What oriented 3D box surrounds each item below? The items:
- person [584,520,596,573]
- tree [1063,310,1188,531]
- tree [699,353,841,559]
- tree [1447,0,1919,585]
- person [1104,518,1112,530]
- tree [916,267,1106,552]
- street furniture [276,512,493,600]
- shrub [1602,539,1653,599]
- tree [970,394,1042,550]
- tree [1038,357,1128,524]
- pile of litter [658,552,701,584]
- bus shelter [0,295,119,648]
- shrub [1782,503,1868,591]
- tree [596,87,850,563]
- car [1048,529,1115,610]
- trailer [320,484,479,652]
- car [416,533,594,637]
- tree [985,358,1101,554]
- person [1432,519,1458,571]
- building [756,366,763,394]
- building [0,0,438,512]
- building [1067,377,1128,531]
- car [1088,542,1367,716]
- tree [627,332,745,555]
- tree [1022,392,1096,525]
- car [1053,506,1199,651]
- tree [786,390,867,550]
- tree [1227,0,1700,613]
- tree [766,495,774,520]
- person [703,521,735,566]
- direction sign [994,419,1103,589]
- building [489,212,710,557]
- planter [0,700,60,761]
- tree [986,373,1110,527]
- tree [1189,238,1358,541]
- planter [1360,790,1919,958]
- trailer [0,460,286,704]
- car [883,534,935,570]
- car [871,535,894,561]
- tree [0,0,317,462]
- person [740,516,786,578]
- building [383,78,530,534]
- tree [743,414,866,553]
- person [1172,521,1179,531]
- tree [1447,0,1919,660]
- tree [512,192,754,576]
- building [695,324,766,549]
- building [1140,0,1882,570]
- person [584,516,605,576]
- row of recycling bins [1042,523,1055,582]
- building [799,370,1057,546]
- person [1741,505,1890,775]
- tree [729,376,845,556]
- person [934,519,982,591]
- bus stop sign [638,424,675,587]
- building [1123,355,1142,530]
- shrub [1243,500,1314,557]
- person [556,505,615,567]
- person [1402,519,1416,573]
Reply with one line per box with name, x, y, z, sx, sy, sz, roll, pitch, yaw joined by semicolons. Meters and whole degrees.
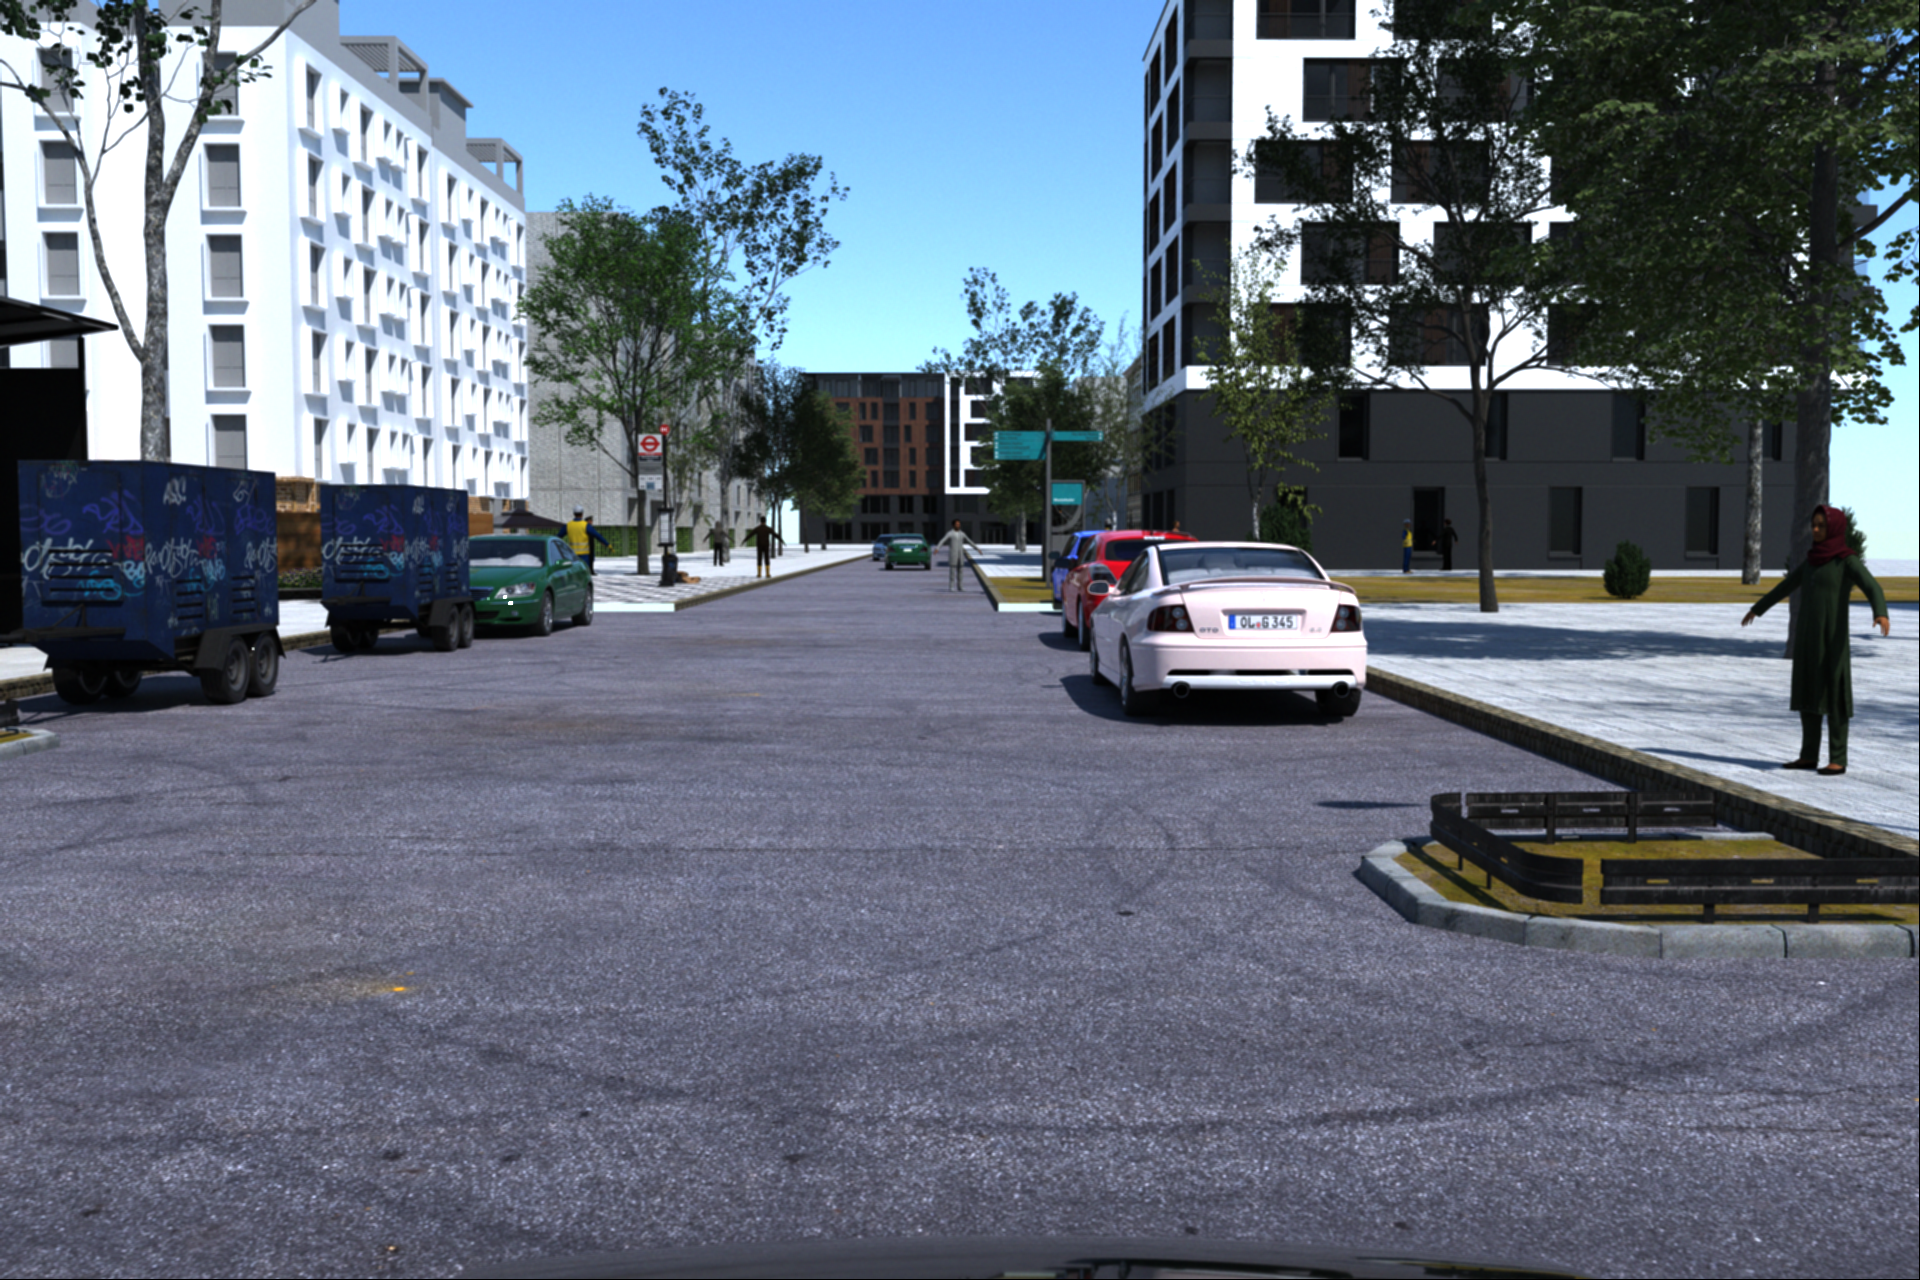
person;-12.171;-3.092;56.688;1.347;1.817;0.704;1;4;14
tree;4.973;-6.563;57.674;4.360;8.622;3.978;0;3;0
tree;-9.909;-9.524;90.129;8.767;10.594;7.601;1;4;13
tree;18.973;-11.530;44.413;12.611;20.169;13.585;0;3;0
person;5.426;-3.539;63.626;1.354;1.858;0.705;-3;5;-43
tree;3.146;-16.430;124.521;12.611;20.169;13.585;0;3;0
street furniture;-14.155;-1.807;36.399;9.812;1.723;11.010;-3;4;-38
shrub;13.155;-1.410;34.178;1.383;1.207;1.383;0;3;0
tree;4.682;-13.445;137.947;7.486;12.596;7.792;0;3;0
tree;4.905;-7.487;72.774;4.737;8.622;4.395;0;3;0
pile of litter;-7.368;-1.924;45.430;1.176;0.858;1.719;0;4;1
bus shelter;-10.301;-1.543;16.507;1.731;3.624;6.357;0;4;0
shrub;17.715;-1.899;35.465;1.690;2.028;1.600;0;3;0
tree;-11.873;-13.490;76.451;12.611;20.169;13.585;0;3;0
car;2.608;-1.352;31.692;1.945;1.707;3.694;0;4;-1
trailer;-6.880;-0.834;20.689;1.471;1.999;3.904;0;4;0
car;-6.689;-0.852;25.725;2.131;1.459;4.920;0;4;-1
tree;5.468;-11.822;111.424;7.486;12.596;7.792;0;3;0
person;16.997;-3.322;60.498;1.347;1.806;0.705;-3;4;-37
building;-26.948;-20.002;183.452;16.016;20.090;11.380;0;4;-1
building;-25.877;-12.239;56.523;16.016;20.090;11.380;0;4;-1
building;21.379;-20.590;203.100;16.747;18.905;31.486;0;3;0
car;2.195;-0.163;15.033;2.083;1.381;4.827;0;4;-1
tree;-10.702;-6.941;63.851;4.360;8.622;3.978;0;3;0
tree;4.930;-8.543;90.047;4.360;8.622;3.978;0;3;0
car;2.338;-0.840;22.781;2.155;1.783;4.494;0;4;-1
tree;-11.110;-13.384;136.959;7.486;12.596;7.792;0;3;0
tree;8.413;-5.744;28.323;7.601;10.594;8.767;2;4;32
tree;-25.743;-16.876;226.276;4.737;8.622;4.395;0;3;0
person;-9.729;-3.890;69.728;1.348;1.813;0.705;1;4;14
direction sign;2.069;-3.108;39.581;2.525;3.948;1.411;0;4;-2
building;-26.922;-14.963;111.104;16.747;18.905;31.486;0;4;0
planter;-7.038;0.611;11.144;1.991;0.319;1.994;0;4;0
tree;5.160;-10.086;99.315;7.601;10.594;8.767;-1;4;-15
tree;7.479;-5.661;42.926;4.737;8.622;4.395;0;3;0
planter;2.662;0.875;6.838;1.991;0.319;1.994;0;4;-1
trailer;-6.795;-0.434;14.151;1.471;1.999;3.904;0;4;0
car;-2.078;-3.562;70.033;2.131;1.459;4.920;0;4;-1
car;-3.746;-4.955;93.010;2.014;1.417;4.499;0;4;0
tree;-12.329;-10.536;28.148;12.611;20.169;13.585;0;3;0
person;-5.815;-2.756;51.206;1.346;1.812;0.704;0;4;-5
building;-26.346;-13.264;73.279;16.016;20.090;11.380;0;4;-1
tree;-10.611;-11.276;118.776;8.767;10.594;7.601;-1;4;-23
person;7.551;-3.244;59.842;0.721;1.733;1.217;3;4;37
tree;8.622;-6.044;16.953;7.486;12.596;7.792;0;3;0
tree;-9.994;-7.820;53.606;9.928;11.665;9.643;0;3;0
building;-28.447;-18.065;161.813;16.747;18.905;31.486;0;4;1
building;21.783;-14.273;77.335;27.936;21.610;32.646;0;4;0
person;-11.417;-2.906;53.450;0.705;1.837;1.347;1;4;20
row of recycling bins;2.735;-2.457;47.288;1.069;1.692;3.534;0;4;-1
building;-3.841;-23.339;228.029;32.646;21.610;27.936;0;4;1
person;4.598;-0.006;9.313;0.599;1.438;0.989;-1;4;-18
tree;-10.348;-10.201;101.198;8.767;10.594;7.601;2;4;24
person;-0.078;-2.128;43.437;1.347;1.806;0.705;-2;4;-27
bus stop sign;-7.403;-3.274;42.237;0.855;3.939;0.416;0;4;1
building;24.981;-19.767;154.124;19.493;23.208;18.063;0;4;0
shrub;6.809;-2.015;37.363;1.690;2.028;1.600;0;3;0
person;-7.303;-1.668;33.241;1.349;1.833;0.705;0;4;5
person;14.746;-3.078;56.795;0.721;1.772;1.216;2;4;29
